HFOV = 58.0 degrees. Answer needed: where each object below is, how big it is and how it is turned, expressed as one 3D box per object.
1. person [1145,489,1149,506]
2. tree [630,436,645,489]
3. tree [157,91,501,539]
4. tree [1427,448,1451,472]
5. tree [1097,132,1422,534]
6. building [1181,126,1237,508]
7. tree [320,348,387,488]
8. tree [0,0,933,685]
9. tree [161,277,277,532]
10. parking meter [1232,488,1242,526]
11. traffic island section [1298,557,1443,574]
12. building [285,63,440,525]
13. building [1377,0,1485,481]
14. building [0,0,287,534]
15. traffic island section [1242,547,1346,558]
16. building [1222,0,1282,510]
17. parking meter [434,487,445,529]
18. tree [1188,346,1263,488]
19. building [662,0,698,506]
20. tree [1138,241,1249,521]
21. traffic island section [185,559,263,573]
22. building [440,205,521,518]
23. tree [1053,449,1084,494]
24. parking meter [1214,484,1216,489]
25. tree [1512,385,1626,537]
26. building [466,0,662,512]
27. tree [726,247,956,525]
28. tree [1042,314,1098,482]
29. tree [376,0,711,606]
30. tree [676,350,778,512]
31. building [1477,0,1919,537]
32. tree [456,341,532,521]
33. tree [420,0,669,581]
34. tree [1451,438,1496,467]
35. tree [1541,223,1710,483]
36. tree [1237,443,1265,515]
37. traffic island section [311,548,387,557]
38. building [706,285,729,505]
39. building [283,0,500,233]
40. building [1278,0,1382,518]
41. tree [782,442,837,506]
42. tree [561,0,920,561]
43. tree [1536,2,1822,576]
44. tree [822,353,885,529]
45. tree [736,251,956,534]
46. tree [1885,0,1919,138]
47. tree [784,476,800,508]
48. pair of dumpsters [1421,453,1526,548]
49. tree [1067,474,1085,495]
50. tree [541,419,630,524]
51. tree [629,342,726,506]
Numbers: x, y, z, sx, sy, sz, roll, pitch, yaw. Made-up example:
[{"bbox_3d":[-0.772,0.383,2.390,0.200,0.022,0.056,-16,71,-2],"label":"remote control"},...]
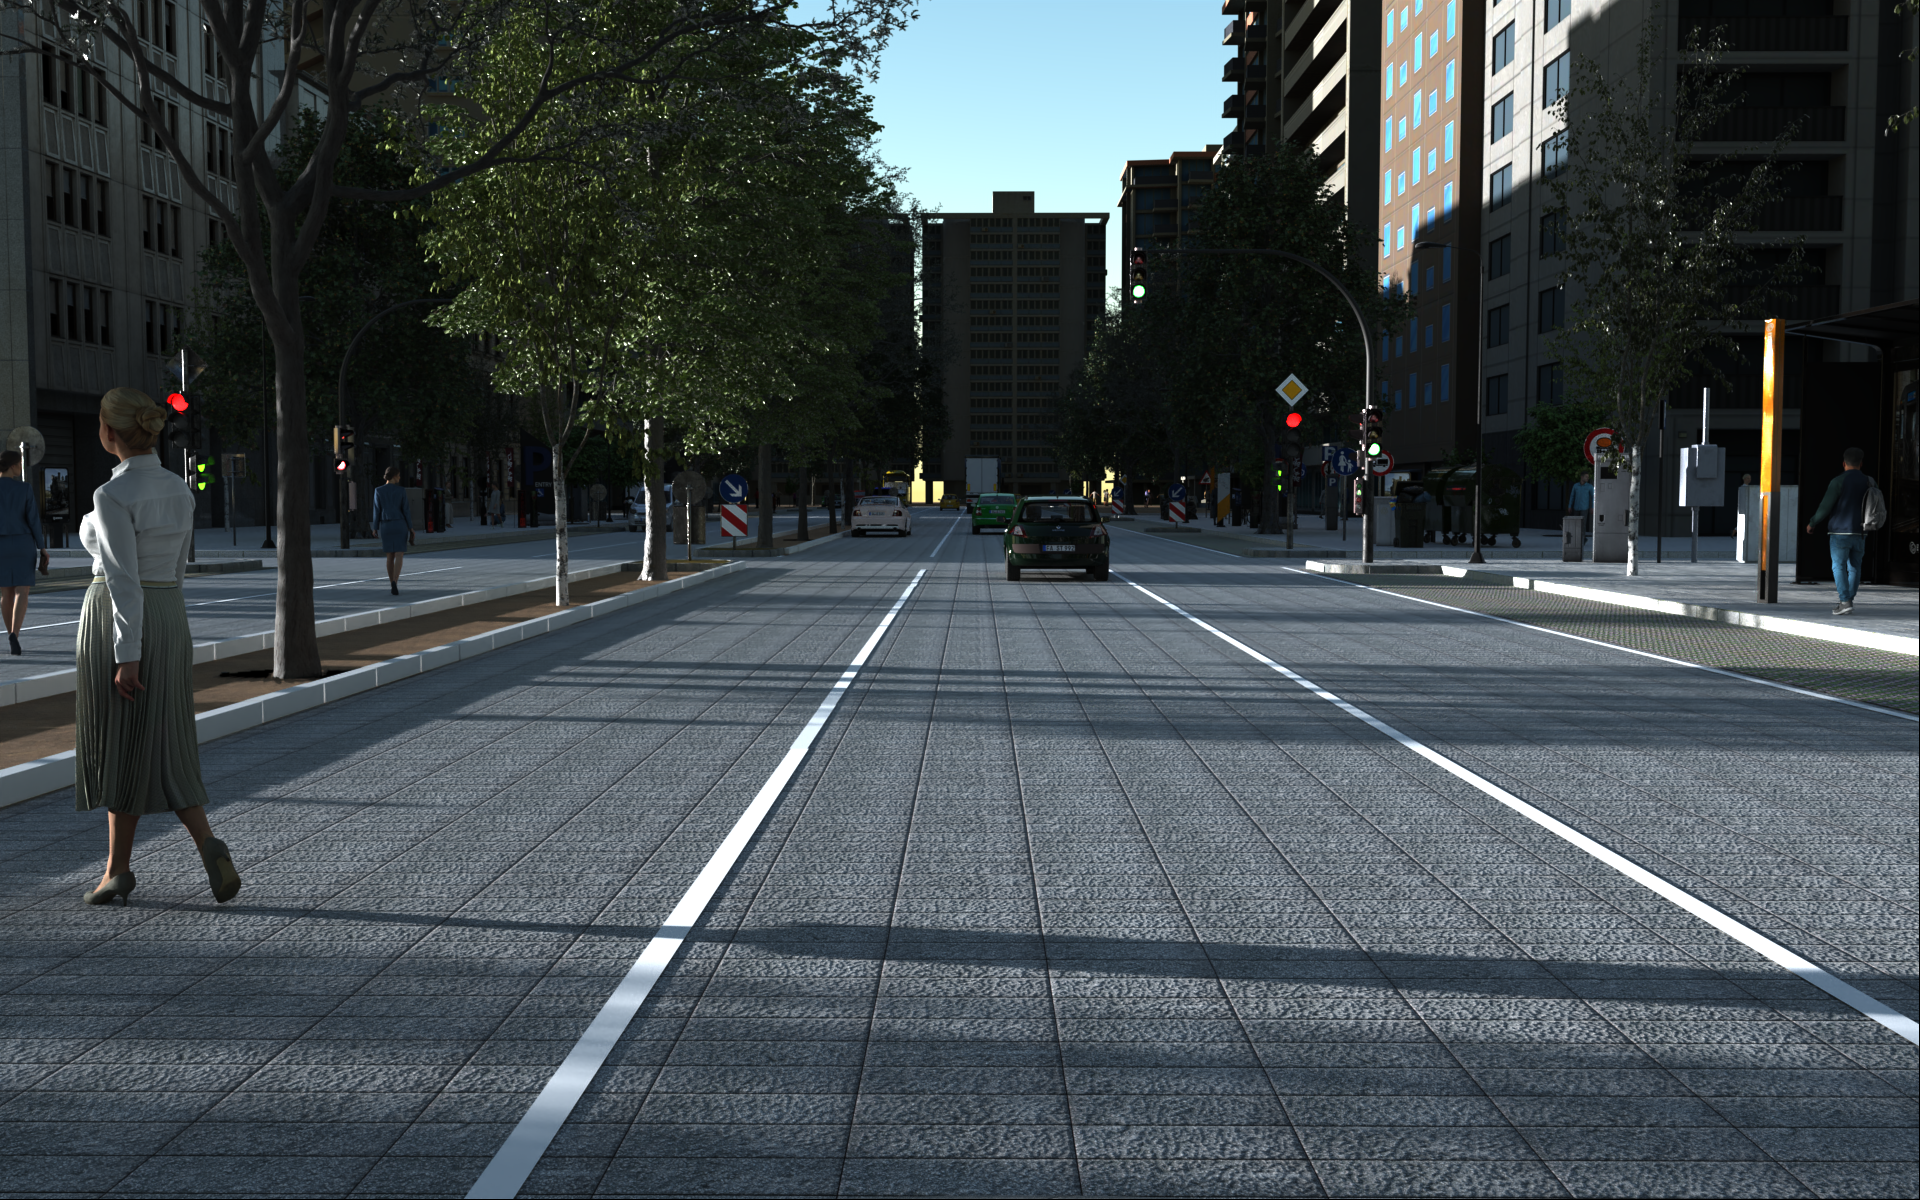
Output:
[{"bbox_3d":[19.761,-10.754,181.745,0.599,1.838,0.709,0,4,-4],"label":"person"},{"bbox_3d":[-16.826,-6.346,87.469,4.285,4.588,4.351,0,3,0],"label":"tree"},{"bbox_3d":[-17.273,-8.098,49.406,9.611,12.733,9.660,0,3,0],"label":"tree"},{"bbox_3d":[17.893,-4.153,62.509,1.663,3.219,1.824,0,3,0],"label":"tree"},{"bbox_3d":[9.939,-8.467,55.447,9.611,12.733,9.660,0,3,0],"label":"tree"},{"bbox_3d":[38.213,-29.057,166.969,32.217,40.220,23.993,0,4,1],"label":"building"},{"bbox_3d":[-23.676,-7.110,66.603,4.360,8.622,3.978,0,3,0],"label":"tree"},{"bbox_3d":[-5.141,-6.124,12.960,12.009,13.543,11.850,0,3,0],"label":"tree"},{"bbox_3d":[-24.625,-6.616,58.527,4.737,8.622,4.395,0,3,0],"label":"tree"},{"bbox_3d":[11.060,-3.719,69.209,0.372,1.533,0.369,0,3,0],"label":"parking meter"},{"bbox_3d":[7.637,-0.619,32.405,2.009,0.180,2.903,0,4,1],"label":"traffic island section"},{"bbox_3d":[-31.549,-14.125,80.095,9.793,20.994,18.267,0,4,1],"label":"building"},{"bbox_3d":[27.374,-26.125,77.253,14.600,45.320,14.200,0,4,1],"label":"building"},{"bbox_3d":[-33.556,-14.857,60.932,12.078,24.808,19.932,0,4,1],"label":"building"},{"bbox_3d":[7.711,-1.108,40.390,2.009,0.180,2.903,0,4,1],"label":"traffic island section"},{"bbox_3d":[32.933,-29.684,139.952,22.147,44.769,28.867,0,4,1],"label":"building"},{"bbox_3d":[-18.873,-3.327,62.800,0.372,1.533,0.369,0,3,0],"label":"parking meter"},{"bbox_3d":[10.703,-7.324,70.109,4.737,8.622,4.395,0,3,0],"label":"tree"},{"bbox_3d":[-37.064,-44.679,168.760,20.611,71.187,20.563,0,4,1],"label":"building"},{"bbox_3d":[10.506,-10.614,83.913,12.009,13.543,11.850,0,3,0],"label":"tree"},{"bbox_3d":[-14.503,-0.632,32.614,2.009,0.180,2.903,0,4,1],"label":"traffic island section"},{"bbox_3d":[-32.188,-14.329,98.900,10.561,19.102,19.286,0,4,1],"label":"building"},{"bbox_3d":[12.137,-14.371,185.322,4.737,8.622,4.395,0,3,0],"label":"tree"},{"bbox_3d":[14.004,-5.475,95.231,0.399,1.863,0.255,-2,4,-35],"label":"parking meter"},{"bbox_3d":[18.452,-4.208,52.517,4.285,4.588,4.351,0,3,0],"label":"tree"},{"bbox_3d":[-37.831,-32.074,148.105,21.300,48.544,21.600,0,4,1],"label":"building"},{"bbox_3d":[-5.033,-9.745,78.802,9.611,12.733,9.660,0,3,0],"label":"tree"},{"bbox_3d":[10.295,-11.562,106.044,9.611,12.733,9.660,0,3,0],"label":"tree"},{"bbox_3d":[-5.042,-4.209,21.643,4.737,8.622,4.395,0,3,0],"label":"tree"},{"bbox_3d":[-16.946,-13.240,123.123,9.857,13.997,8.962,0,3,0],"label":"tree"},{"bbox_3d":[31.391,-37.986,59.322,20.611,71.187,20.563,0,4,1],"label":"building"},{"bbox_3d":[-22.813,-8.025,81.579,4.360,8.622,3.978,0,3,0],"label":"tree"},{"bbox_3d":[-5.157,-6.615,28.744,7.486,12.596,7.792,0,3,0],"label":"tree"},{"bbox_3d":[18.011,-3.991,59.848,1.663,3.219,1.824,0,3,0],"label":"tree"},{"bbox_3d":[18.297,-5.915,47.078,4.737,8.622,4.395,0,3,0],"label":"tree"},{"bbox_3d":[18.869,-7.613,108.185,4.285,4.588,4.351,0,3,0],"label":"tree"},{"bbox_3d":[-14.430,-1.120,40.599,2.009,0.180,2.903,0,4,1],"label":"traffic island section"},{"bbox_3d":[-40.715,-36.498,220.449,21.600,48.544,21.300,0,4,1],"label":"building"},{"bbox_3d":[-58.969,-33.406,169.890,21.600,48.544,21.300,0,4,1],"label":"building"},{"bbox_3d":[31.574,-29.313,102.968,21.300,48.544,21.600,0,4,1],"label":"building"},{"bbox_3d":[-15.741,-16.020,187.688,9.928,11.665,9.643,0,3,0],"label":"tree"},{"bbox_3d":[-4.889,-7.461,42.568,7.486,12.596,7.792,0,3,0],"label":"tree"},{"bbox_3d":[10.815,-4.690,27.044,4.360,8.622,3.978,0,3,0],"label":"tree"},{"bbox_3d":[-4.709,-7.153,69.778,4.737,8.622,4.395,0,3,0],"label":"tree"},{"bbox_3d":[-4.532,-7.676,62.373,8.767,10.594,7.601,0,4,1],"label":"tree"},{"bbox_3d":[9.971,-3.960,15.106,4.360,8.622,3.978,0,3,0],"label":"tree"},{"bbox_3d":[-16.299,-10.428,165.099,1.663,3.219,1.824,0,3,0],"label":"tree"},{"bbox_3d":[12.727,-2.490,43.204,1.574,2.255,4.437,0,4,0],"label":"pair of dumpsters"},{"bbox_3d":[10.958,-10.315,163.254,1.663,3.219,1.824,0,3,0],"label":"tree"},{"bbox_3d":[-16.442,-5.503,73.685,4.285,4.588,4.351,0,3,0],"label":"tree"},{"bbox_3d":[-16.616,-11.797,109.890,9.611,12.733,9.660,0,3,0],"label":"tree"}]
